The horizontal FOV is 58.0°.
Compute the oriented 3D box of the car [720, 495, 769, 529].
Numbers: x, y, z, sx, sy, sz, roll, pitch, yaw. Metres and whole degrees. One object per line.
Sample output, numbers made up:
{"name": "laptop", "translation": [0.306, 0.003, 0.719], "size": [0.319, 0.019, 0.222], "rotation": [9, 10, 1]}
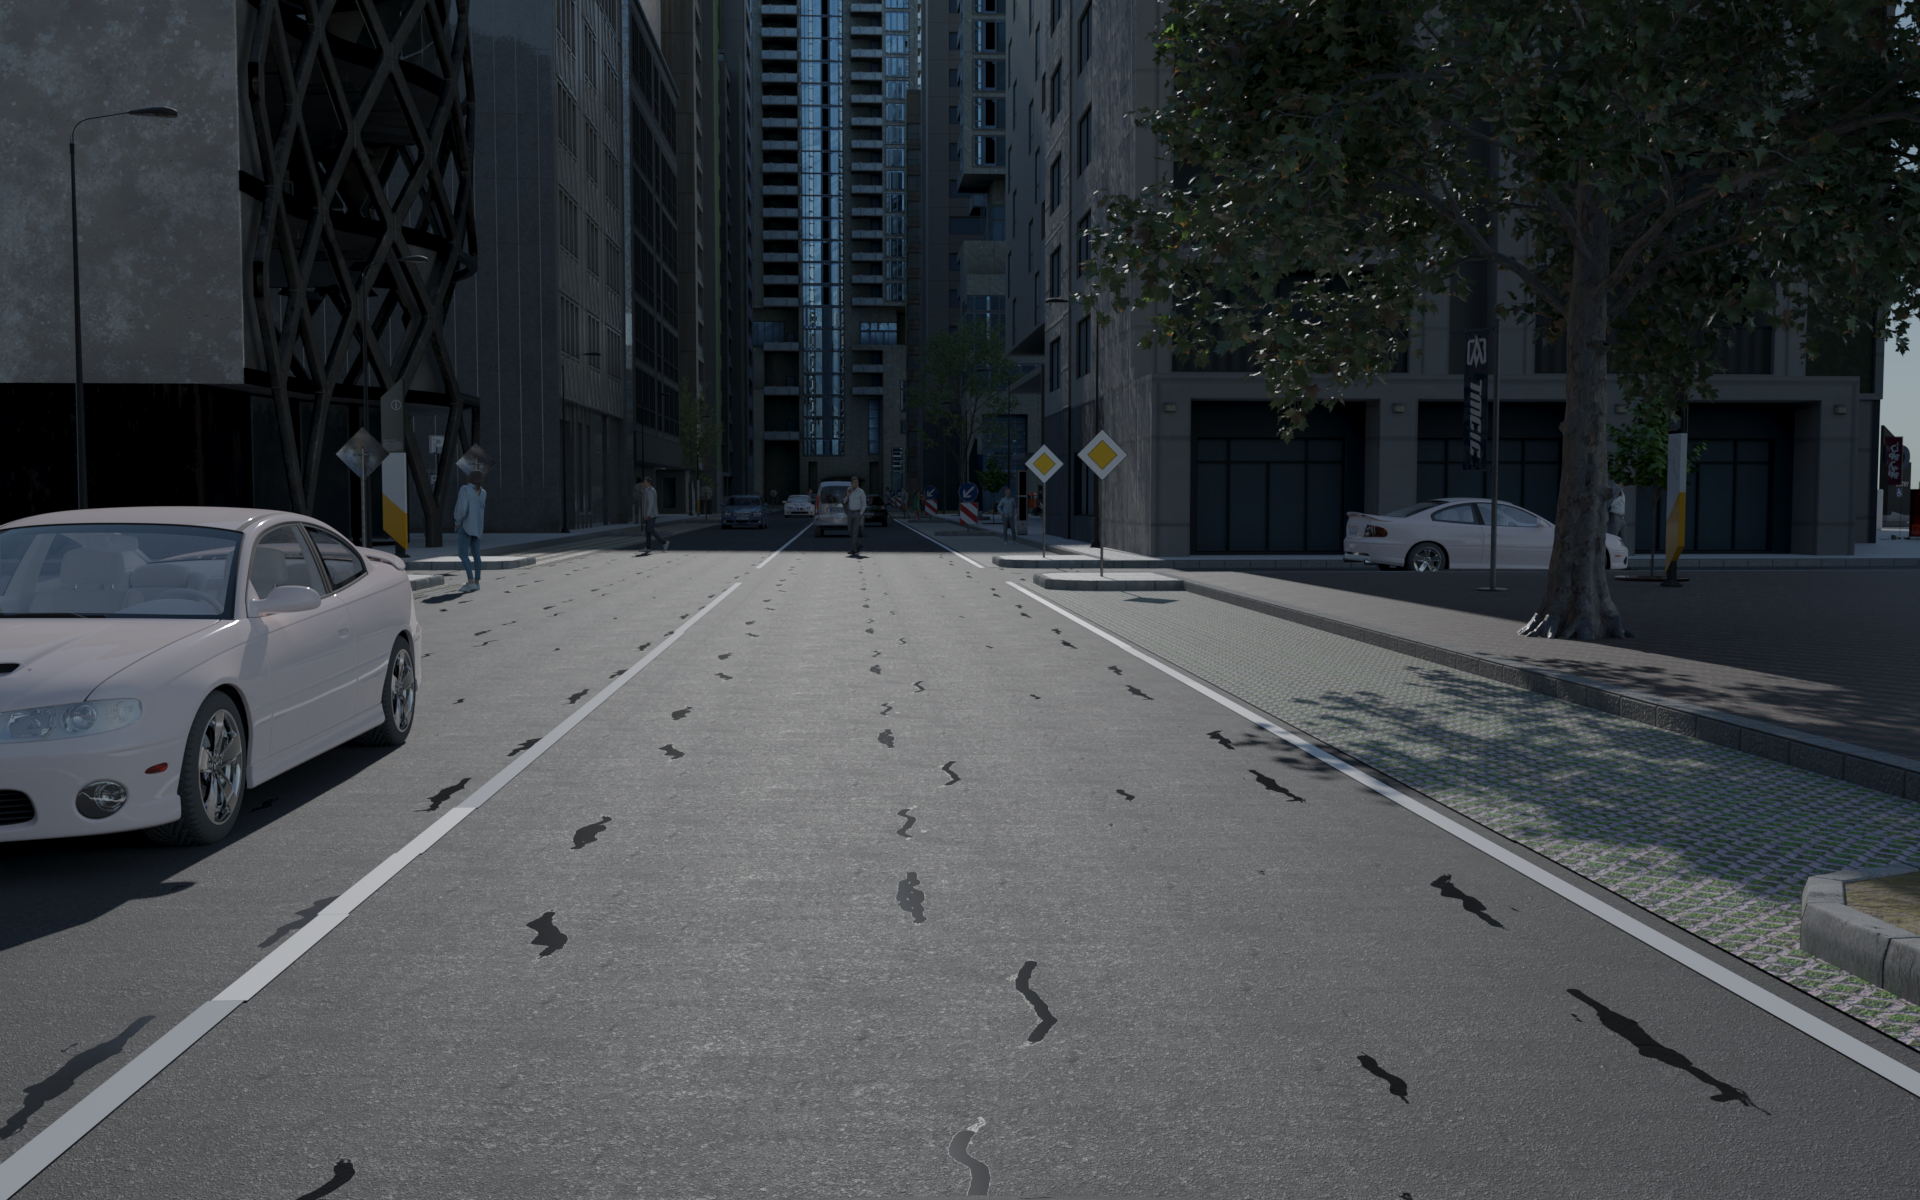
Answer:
{"name": "car", "translation": [-8.974, -3.687, 72.282], "size": [2.014, 1.417, 4.499], "rotation": [0, 4, -4]}

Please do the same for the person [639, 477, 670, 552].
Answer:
{"name": "person", "translation": [-7.539, -2.099, 42.662], "size": [0.795, 1.843, 0.661], "rotation": [0, 4, -1]}

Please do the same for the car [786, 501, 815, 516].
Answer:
{"name": "car", "translation": [-10.448, -6.193, 113.841], "size": [1.945, 1.354, 3.894], "rotation": [0, 4, -3]}

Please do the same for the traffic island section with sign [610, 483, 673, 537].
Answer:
{"name": "traffic island section with sign", "translation": [-10.823, -3.083, 59.030], "size": [1.989, 1.847, 2.006], "rotation": [0, 4, -4]}

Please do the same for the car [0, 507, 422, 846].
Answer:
{"name": "car", "translation": [-4.033, 0.234, 8.530], "size": [2.083, 1.381, 4.827], "rotation": [0, 4, -3]}

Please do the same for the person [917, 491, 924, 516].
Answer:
{"name": "person", "translation": [-2.594, -6.177, 110.956], "size": [0.593, 1.643, 0.415], "rotation": [-1, 4, -11]}

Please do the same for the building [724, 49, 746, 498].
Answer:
{"name": "building", "translation": [-26.728, -28.793, 154.356], "size": [14.154, 41.232, 14.086], "rotation": [0, 4, -4]}

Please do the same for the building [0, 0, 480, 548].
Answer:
{"name": "building", "translation": [-20.657, -10.655, 41.659], "size": [16.820, 18.784, 16.811], "rotation": [0, 4, -4]}

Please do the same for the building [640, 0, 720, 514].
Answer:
{"name": "building", "translation": [-23.500, -26.393, 115.121], "size": [14.154, 41.232, 14.086], "rotation": [0, 4, -4]}

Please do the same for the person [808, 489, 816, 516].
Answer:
{"name": "person", "translation": [-9.480, -6.245, 111.129], "size": [0.750, 1.759, 0.617], "rotation": [0, 4, 6]}

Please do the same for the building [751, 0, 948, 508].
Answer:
{"name": "building", "translation": [-17.770, -54.430, 202.601], "size": [31.000, 86.520, 22.319], "rotation": [0, 4, -4]}

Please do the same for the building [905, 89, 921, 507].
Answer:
{"name": "building", "translation": [1.344, -30.296, 178.940], "size": [14.154, 41.232, 14.086], "rotation": [0, 4, -4]}

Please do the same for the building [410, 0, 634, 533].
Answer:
{"name": "building", "translation": [-19.751, -15.136, 65.504], "size": [12.078, 24.808, 19.932], "rotation": [0, 4, -4]}

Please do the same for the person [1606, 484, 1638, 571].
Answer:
{"name": "person", "translation": [12.065, -1.427, 31.930], "size": [0.850, 1.850, 0.679], "rotation": [2, 4, 34]}

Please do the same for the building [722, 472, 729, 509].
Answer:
{"name": "building", "translation": [-34.549, -27.032, 133.857], "size": [32.217, 40.220, 23.993], "rotation": [0, 4, -4]}

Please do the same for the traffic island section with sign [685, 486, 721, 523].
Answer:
{"name": "traffic island section with sign", "translation": [-12.551, -4.728, 85.930], "size": [1.989, 1.847, 2.006], "rotation": [0, 4, -4]}

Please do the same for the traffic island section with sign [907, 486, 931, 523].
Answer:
{"name": "traffic island section with sign", "translation": [-1.595, -4.756, 86.386], "size": [1.989, 1.847, 2.006], "rotation": [0, 4, -4]}

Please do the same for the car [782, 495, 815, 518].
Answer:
{"name": "car", "translation": [-9.931, -5.794, 107.099], "size": [2.083, 1.381, 4.827], "rotation": [0, 4, -5]}

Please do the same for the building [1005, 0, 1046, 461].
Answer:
{"name": "building", "translation": [16.625, -30.000, 79.733], "size": [28.713, 52.752, 27.495], "rotation": [0, 4, -4]}

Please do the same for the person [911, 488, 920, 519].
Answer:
{"name": "person", "translation": [-2.389, -5.338, 96.021], "size": [0.529, 1.795, 0.600], "rotation": [-2, 4, -34]}

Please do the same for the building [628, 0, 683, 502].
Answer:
{"name": "building", "translation": [-22.431, -18.014, 88.044], "size": [14.314, 27.812, 24.014], "rotation": [0, 4, -4]}

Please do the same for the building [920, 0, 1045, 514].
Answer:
{"name": "building", "translation": [8.602, -49.783, 126.625], "size": [22.319, 86.520, 31.000], "rotation": [0, 4, -4]}

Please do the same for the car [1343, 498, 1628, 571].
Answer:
{"name": "car", "translation": [9.089, -1.078, 29.981], "size": [4.827, 1.381, 2.083], "rotation": [0, 4, -4]}

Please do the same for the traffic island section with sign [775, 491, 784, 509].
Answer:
{"name": "traffic island section with sign", "translation": [-17.571, -9.496, 163.884], "size": [1.989, 1.847, 2.006], "rotation": [0, 4, -4]}

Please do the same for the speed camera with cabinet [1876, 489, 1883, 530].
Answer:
{"name": "speed camera with cabinet", "translation": [31.741, -4.076, 60.973], "size": [2.038, 3.252, 0.660], "rotation": [-3, 4, -36]}

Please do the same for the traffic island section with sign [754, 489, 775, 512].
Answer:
{"name": "traffic island section with sign", "translation": [-15.807, -7.824, 136.544], "size": [1.989, 1.847, 2.006], "rotation": [0, 4, -4]}

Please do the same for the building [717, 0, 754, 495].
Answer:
{"name": "building", "translation": [-35.031, -38.562, 172.495], "size": [28.212, 58.520, 21.231], "rotation": [0, 4, -4]}

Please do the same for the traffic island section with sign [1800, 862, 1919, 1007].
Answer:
{"name": "traffic island section with sign", "translation": [3.643, 0.222, 4.998], "size": [1.989, 1.847, 2.006], "rotation": [0, 4, -4]}

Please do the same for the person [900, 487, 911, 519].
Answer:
{"name": "person", "translation": [-3.179, -5.499, 98.530], "size": [0.853, 1.813, 0.709], "rotation": [-3, 4, -38]}

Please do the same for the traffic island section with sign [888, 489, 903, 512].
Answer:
{"name": "traffic island section with sign", "translation": [-4.848, -7.848, 136.946], "size": [1.989, 1.847, 2.006], "rotation": [0, 4, -4]}

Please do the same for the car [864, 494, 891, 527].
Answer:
{"name": "car", "translation": [-4.090, -4.128, 77.279], "size": [2.009, 1.686, 4.222], "rotation": [0, 4, -2]}

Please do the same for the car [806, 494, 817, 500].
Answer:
{"name": "car", "translation": [-13.478, -8.961, 158.308], "size": [2.131, 1.459, 4.920], "rotation": [0, 4, -3]}

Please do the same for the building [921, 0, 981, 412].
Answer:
{"name": "building", "translation": [6.931, -37.648, 157.545], "size": [21.231, 58.520, 28.212], "rotation": [0, 4, -4]}

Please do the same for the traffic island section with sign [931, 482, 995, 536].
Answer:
{"name": "traffic island section with sign", "translation": [0.134, -3.111, 59.487], "size": [1.989, 1.847, 2.006], "rotation": [0, 4, -4]}

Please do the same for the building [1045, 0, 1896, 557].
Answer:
{"name": "building", "translation": [13.507, -37.042, 43.882], "size": [20.611, 71.187, 20.563], "rotation": [0, 4, -4]}

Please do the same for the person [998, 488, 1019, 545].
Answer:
{"name": "person", "translation": [1.350, -2.344, 48.632], "size": [0.589, 1.601, 0.330], "rotation": [0, 4, -5]}

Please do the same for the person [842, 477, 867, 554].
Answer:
{"name": "person", "translation": [-2.549, -2.016, 41.556], "size": [0.679, 1.850, 0.850], "rotation": [2, 4, 25]}

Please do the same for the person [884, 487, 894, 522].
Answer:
{"name": "person", "translation": [-3.604, -4.826, 87.498], "size": [0.778, 1.811, 0.616], "rotation": [3, 4, 38]}
